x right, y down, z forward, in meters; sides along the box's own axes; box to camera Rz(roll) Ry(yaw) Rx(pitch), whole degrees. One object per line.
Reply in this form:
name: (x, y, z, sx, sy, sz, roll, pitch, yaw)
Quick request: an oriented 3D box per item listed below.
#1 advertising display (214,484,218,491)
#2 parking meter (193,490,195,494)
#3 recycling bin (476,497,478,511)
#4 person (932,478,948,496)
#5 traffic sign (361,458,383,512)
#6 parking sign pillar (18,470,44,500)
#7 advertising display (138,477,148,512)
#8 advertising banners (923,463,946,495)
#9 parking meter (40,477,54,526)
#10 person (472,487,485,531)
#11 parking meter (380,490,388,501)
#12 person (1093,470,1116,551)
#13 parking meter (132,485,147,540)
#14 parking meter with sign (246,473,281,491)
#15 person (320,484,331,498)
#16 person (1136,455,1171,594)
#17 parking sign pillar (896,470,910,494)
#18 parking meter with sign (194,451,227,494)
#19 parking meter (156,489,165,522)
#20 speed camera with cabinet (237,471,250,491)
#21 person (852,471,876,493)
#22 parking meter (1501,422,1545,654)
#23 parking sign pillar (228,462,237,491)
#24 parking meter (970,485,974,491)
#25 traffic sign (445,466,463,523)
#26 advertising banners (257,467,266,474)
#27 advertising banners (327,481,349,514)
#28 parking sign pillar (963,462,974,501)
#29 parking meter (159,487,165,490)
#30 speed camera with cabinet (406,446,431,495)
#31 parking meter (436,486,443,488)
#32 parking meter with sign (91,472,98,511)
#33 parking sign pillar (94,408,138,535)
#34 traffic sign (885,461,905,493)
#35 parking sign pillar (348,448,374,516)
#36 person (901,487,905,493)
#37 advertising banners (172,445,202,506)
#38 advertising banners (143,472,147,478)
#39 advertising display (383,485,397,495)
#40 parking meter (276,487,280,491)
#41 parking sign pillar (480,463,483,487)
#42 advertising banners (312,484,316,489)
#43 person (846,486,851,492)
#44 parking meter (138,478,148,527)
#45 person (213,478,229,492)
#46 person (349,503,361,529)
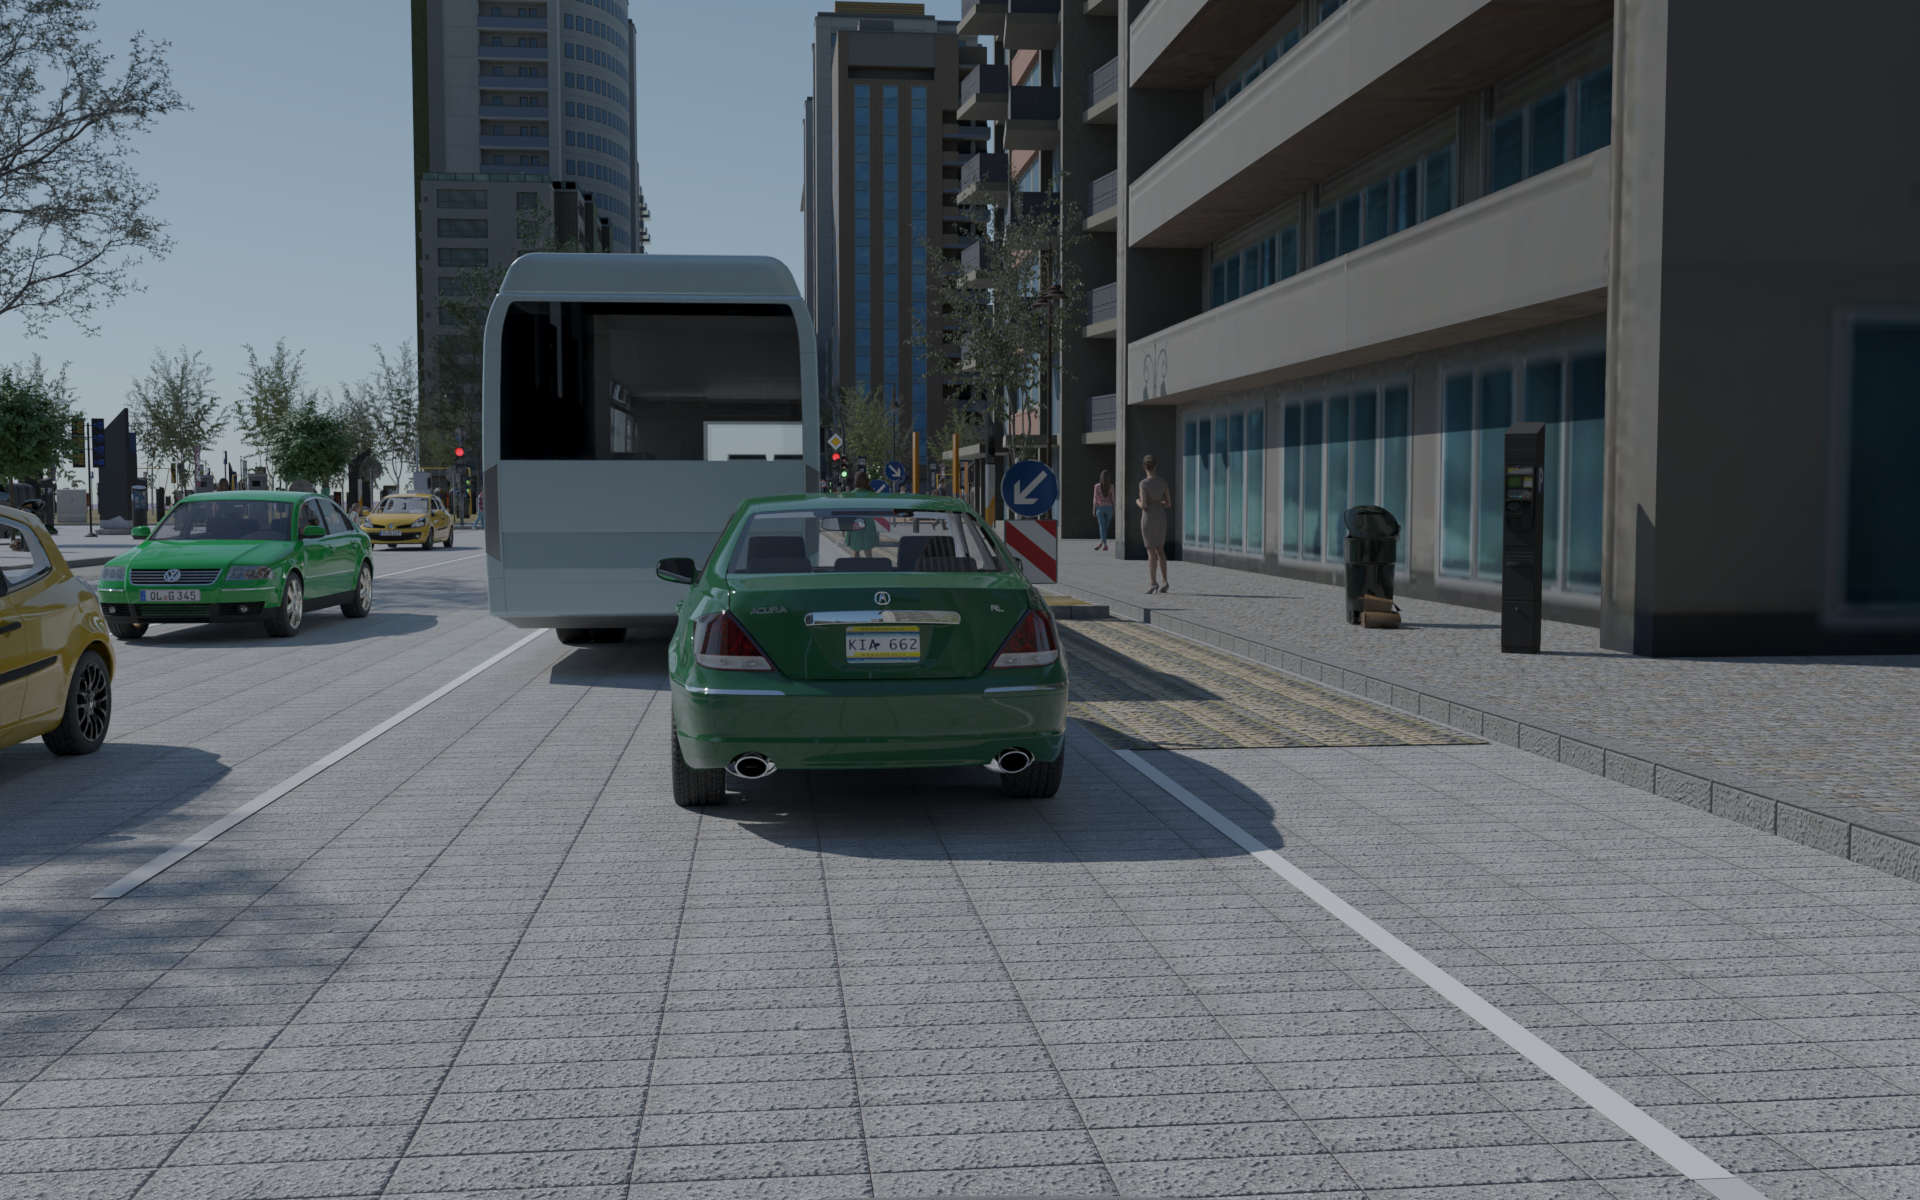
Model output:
advertising display: (-58.909, -8.095, 137.570, 0.123, 1.923, 0.974, 3, 4, 36)
parking meter: (-42.470, -5.370, 96.217, 0.372, 1.533, 0.369, 0, 3, 0)
recycling bin: (-36.226, -7.169, 129.760, 0.722, 1.027, 0.722, 1, 4, 18)
person: (-0.690, -3.364, 61.014, 0.822, 1.834, 0.622, -2, 4, -25)
traffic sign: (-21.012, -3.777, 61.862, 0.768, 2.556, 0.104, 0, 4, -3)
parking sign pillar: (-54.563, -6.924, 101.681, 1.447, 3.967, 1.447, 3, 5, 45)
advertising display: (-31.674, -3.750, 66.526, 0.974, 1.923, 0.123, 0, 4, 6)
advertising banners: (-1.417, -6.226, 97.990, 0.090, 3.025, 2.074, 3, 4, 36)
parking meter: (-31.996, -3.362, 60.683, 0.255, 1.863, 0.399, 1, 4, 15)
person: (-18.750, -3.578, 67.836, 0.643, 1.720, 0.563, 0, 4, 5)
parking meter: (-46.849, -8.075, 140.433, 0.372, 1.533, 0.369, 0, 3, 0)
person: (3.286, -2.028, 39.204, 0.555, 1.821, 0.388, -1, 4, -19)
parking meter: (-23.090, -2.467, 48.742, 0.372, 1.533, 0.369, 0, 3, 0)
parking meter with sign: (-26.270, -4.187, 64.721, 1.738, 3.016, 0.543, -2, 4, -30)
person: (-22.567, -3.383, 61.599, 0.529, 1.795, 0.600, 0, 4, 5)
person: (2.471, -0.969, 22.233, 0.599, 1.781, 0.374, -3, 4, -37)
parking sign pillar: (-5.045, -10.071, 153.136, 1.447, 3.967, 1.447, 3, 5, 41)
parking meter with sign: (-30.267, -4.468, 69.309, 1.738, 3.016, 0.543, -2, 4, -31)
parking meter: (-36.542, -4.327, 79.158, 0.372, 1.533, 0.369, 0, 3, 0)
speed camera with cabinet: (-52.259, -8.163, 127.799, 2.038, 3.252, 0.660, 1, 4, 8)
person: (-1.570, -1.150, 27.545, 0.600, 1.795, 0.529, -1, 4, -20)
parking meter: (4.546, -0.506, 13.984, 0.255, 1.863, 0.399, 2, 4, 29)
parking sign pillar: (-62.028, -9.745, 147.800, 1.447, 3.967, 1.447, -1, 4, -11)
parking meter: (0.808, -6.108, 105.581, 0.399, 1.863, 0.255, 3, 5, 44)
traffic sign: (-22.811, -4.770, 78.089, 0.768, 2.556, 0.104, 0, 4, -3)
advertising banners: (-45.481, -7.014, 110.862, 2.074, 3.025, 0.090, -1, 4, -15)
advertising banners: (-40.042, -7.051, 111.472, 2.074, 3.025, 0.090, -1, 4, -17)
parking sign pillar: (0.810, -8.464, 126.862, 1.447, 3.967, 1.447, -3, 5, -44)
parking meter: (-63.432, -8.072, 137.680, 0.255, 1.863, 0.399, 1, 4, 11)
speed camera with cabinet: (-21.940, -4.640, 70.195, 0.660, 3.252, 2.038, 0, 4, -5)
parking meter: (-36.315, -7.044, 120.888, 0.255, 1.863, 0.399, 2, 4, 31)
parking meter with sign: (-66.547, -8.451, 134.437, 0.543, 3.016, 1.738, 3, 4, 38)
parking sign pillar: (-26.532, -4.043, 54.570, 1.447, 3.967, 1.447, 2, 4, 26)
traffic sign: (-2.511, -4.064, 66.560, 0.768, 2.556, 0.104, 0, 4, -4)
parking sign pillar: (-34.810, -6.859, 100.610, 1.447, 3.967, 1.447, 0, 4, 1)
person: (-3.591, -6.164, 107.488, 0.598, 1.740, 0.731, -3, 5, -41)
advertising banners: (-27.344, -3.985, 61.345, 0.090, 3.025, 2.074, 0, 4, 4)
advertising banners: (-63.900, -8.486, 134.941, 2.074, 3.025, 0.090, 2, 4, 33)
advertising display: (-41.449, -7.386, 125.978, 0.974, 1.923, 0.123, -1, 4, -20)
parking meter: (-53.200, -7.916, 135.137, 0.399, 1.863, 0.255, -1, 4, -13)
parking sign pillar: (-41.500, -9.946, 151.093, 1.447, 3.967, 1.447, -3, 4, -36)
advertising banners: (-52.695, -8.781, 139.763, 2.074, 3.025, 0.090, 2, 4, 23)
person: (-7.638, -6.768, 116.879, 0.590, 1.801, 0.661, -2, 4, -28)
parking meter: (-28.625, -3.352, 60.515, 0.399, 1.863, 0.255, 1, 4, 10)
person: (-17.593, -2.015, 41.460, 0.555, 1.821, 0.388, -1, 4, -22)
person: (-14.428, -1.691, 41.157, 0.505, 1.210, 0.382, 3, 5, 44)
